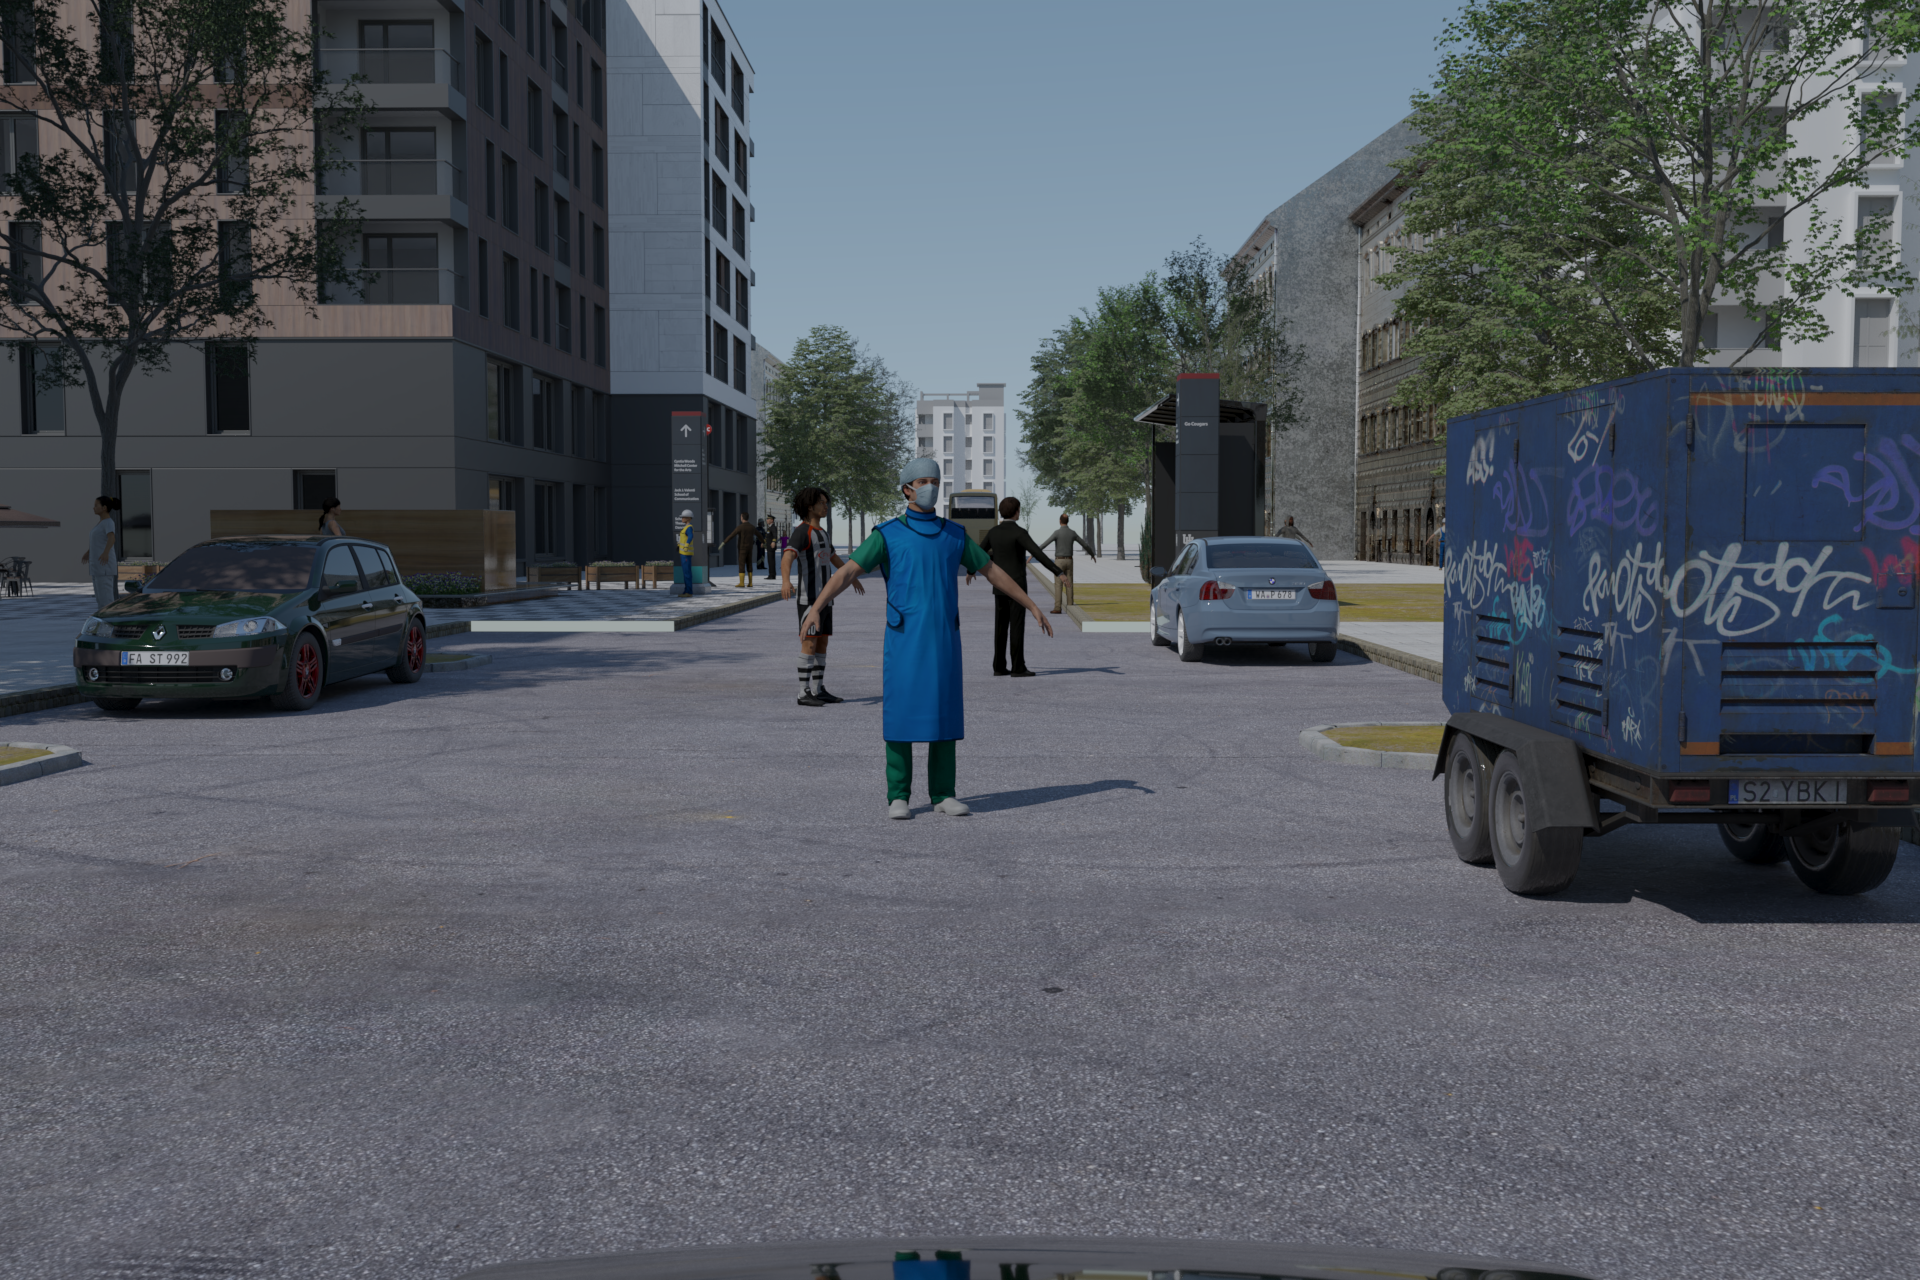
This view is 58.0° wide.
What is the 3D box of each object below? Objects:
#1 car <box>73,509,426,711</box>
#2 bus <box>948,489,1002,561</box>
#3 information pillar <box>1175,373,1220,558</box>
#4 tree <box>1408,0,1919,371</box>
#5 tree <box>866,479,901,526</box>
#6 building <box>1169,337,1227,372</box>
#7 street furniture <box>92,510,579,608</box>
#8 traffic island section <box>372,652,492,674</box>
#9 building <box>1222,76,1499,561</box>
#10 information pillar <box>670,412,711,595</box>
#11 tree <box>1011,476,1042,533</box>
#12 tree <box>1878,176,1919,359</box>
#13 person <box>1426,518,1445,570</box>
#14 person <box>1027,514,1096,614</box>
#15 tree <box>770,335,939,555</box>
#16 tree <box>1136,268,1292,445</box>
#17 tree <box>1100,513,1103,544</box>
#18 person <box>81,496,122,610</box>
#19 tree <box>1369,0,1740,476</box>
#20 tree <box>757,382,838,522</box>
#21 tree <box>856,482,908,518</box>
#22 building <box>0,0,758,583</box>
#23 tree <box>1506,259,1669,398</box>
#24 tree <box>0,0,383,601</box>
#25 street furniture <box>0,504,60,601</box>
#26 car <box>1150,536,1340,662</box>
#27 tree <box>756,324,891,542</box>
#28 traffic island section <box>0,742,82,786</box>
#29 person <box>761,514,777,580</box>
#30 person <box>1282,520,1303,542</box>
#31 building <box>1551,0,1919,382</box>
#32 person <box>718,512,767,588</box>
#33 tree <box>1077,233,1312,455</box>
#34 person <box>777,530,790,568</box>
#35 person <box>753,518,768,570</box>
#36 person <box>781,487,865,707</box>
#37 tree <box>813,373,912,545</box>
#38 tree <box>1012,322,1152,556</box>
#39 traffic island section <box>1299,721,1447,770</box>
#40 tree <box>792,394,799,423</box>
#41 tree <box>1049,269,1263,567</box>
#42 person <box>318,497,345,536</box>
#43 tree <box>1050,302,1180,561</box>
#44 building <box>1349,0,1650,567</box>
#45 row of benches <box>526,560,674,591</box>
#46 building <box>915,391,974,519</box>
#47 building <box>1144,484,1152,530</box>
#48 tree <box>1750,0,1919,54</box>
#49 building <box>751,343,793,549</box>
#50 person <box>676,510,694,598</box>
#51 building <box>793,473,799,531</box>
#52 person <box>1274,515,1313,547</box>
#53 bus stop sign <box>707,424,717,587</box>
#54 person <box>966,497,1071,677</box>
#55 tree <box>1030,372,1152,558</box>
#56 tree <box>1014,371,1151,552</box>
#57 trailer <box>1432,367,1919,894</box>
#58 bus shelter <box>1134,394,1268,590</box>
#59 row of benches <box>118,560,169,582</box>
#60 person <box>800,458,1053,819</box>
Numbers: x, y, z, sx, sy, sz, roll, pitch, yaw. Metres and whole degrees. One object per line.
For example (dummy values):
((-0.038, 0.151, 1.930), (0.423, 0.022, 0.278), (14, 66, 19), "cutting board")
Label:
((-6.109, -0.337, 15.297), (2.009, 1.686, 4.222), (0, 4, 2), "car")
((0.842, -6.262, 93.938), (2.896, 3.916, 12.252), (0, 4, 2), "bus")
((3.860, -2.375, 28.213), (0.750, 3.857, 0.750), (0, 4, 1), "information pillar")
((9.600, -5.938, 22.839), (9.928, 11.665, 9.643), (0, 3, 0), "tree")
((-6.504, -11.058, 131.166), (4.360, 8.622, 3.978), (0, 3, 0), "tree")
((28.603, -19.669, 152.517), (19.493, 23.208, 18.063), (0, 4, 1), "building")
((-12.569, -1.592, 32.883), (9.812, 1.723, 11.010), (0, 4, 3), "street furniture")
((-6.199, 0.251, 18.763), (1.991, 0.108, 1.994), (0, 4, 1), "traffic island section")
((24.525, -15.931, 91.393), (19.493, 23.208, 18.063), (0, 4, 2), "building")
((-5.758, -2.909, 36.934), (0.750, 3.857, 0.750), (0, 4, 2), "information pillar")
((8.887, -16.454, 219.388), (4.360, 8.622, 3.978), (0, 3, 0), "tree")
((17.837, -4.737, 27.808), (4.360, 8.622, 3.978), (0, 3, 0), "tree")
((17.106, -3.378, 61.079), (1.347, 1.847, 0.705), (2, 4, 24), "person")
((1.856, -1.369, 31.107), (1.348, 1.796, 0.705), (-1, 4, -19), "person")
((-6.891, -12.081, 107.902), (12.009, 13.543, 11.850), (0, 3, 0), "tree")
((7.541, -5.933, 47.370), (4.360, 8.622, 3.978), (0, 3, 0), "tree")
((19.013, -22.506, 223.866), (12.611, 20.169, 13.585), (0, 3, 0), "tree")
((-10.275, -0.847, 20.612), (0.721, 1.739, 1.217), (-3, 4, -36), "person")
((12.231, -7.210, 36.004), (7.486, 12.596, 7.792), (0, 3, 0), "tree")
((-7.648, -8.111, 82.971), (4.737, 8.622, 4.395), (0, 3, 0), "tree")
((-9.828, -17.424, 219.286), (7.601, 10.594, 8.767), (1, 4, 8), "tree")
((-23.352, -13.286, 61.196), (27.936, 21.610, 32.646), (0, 4, 1), "building")
((15.571, -5.756, 44.478), (4.360, 8.622, 3.978), (0, 3, 0), "tree")
((-11.482, -5.401, 22.712), (8.767, 10.594, 7.601), (0, 4, -3), "tree")
((-32.326, -1.579, 30.845), (27.439, 1.986, 14.083), (0, 4, 3), "street furniture")
((3.332, -0.532, 20.708), (2.014, 1.417, 4.499), (0, 4, 0), "car")
((-7.558, -10.779, 94.363), (7.486, 12.596, 7.792), (0, 3, 0), "tree")
((-6.435, 0.771, 10.253), (1.991, 0.108, 1.994), (0, 4, 1), "traffic island section")
((-5.325, -2.611, 48.621), (0.705, 1.837, 1.347), (-1, 4, -19), "person")
((11.754, -3.422, 62.228), (0.705, 1.796, 1.348), (-3, 5, -42), "person")
((26.684, -12.542, 61.488), (16.016, 20.090, 11.380), (0, 4, 2), "building")
((-5.173, -2.169, 41.599), (1.346, 1.812, 0.704), (-3, 5, -40), "person")
((7.357, -7.369, 54.897), (8.767, 10.594, 7.601), (2, 4, 28), "tree")
((-6.566, -3.380, 64.528), (0.991, 1.433, 0.599), (1, 4, 14), "person")
((-7.168, -3.474, 62.575), (0.705, 1.856, 1.354), (2, 4, 26), "person")
((-1.196, -0.362, 14.524), (0.704, 1.843, 1.345), (2, 4, 24), "person")
((-7.218, -12.502, 122.533), (7.486, 12.596, 7.792), (0, 3, 0), "tree")
((7.878, -12.030, 103.345), (9.857, 13.997, 8.962), (0, 3, 0), "tree")
((3.306, 0.698, 11.452), (1.991, 0.108, 1.994), (0, 4, 1), "traffic island section")
((-21.371, -22.222, 219.219), (12.611, 20.169, 13.585), (0, 3, 0), "tree")
((7.496, -8.633, 66.897), (9.928, 11.665, 9.643), (0, 3, 0), "tree")
((-7.598, -0.883, 21.250), (0.721, 1.737, 1.217), (-3, 4, -37), "person")
((8.073, -10.116, 83.519), (7.486, 12.596, 7.792), (0, 3, 0), "tree")
((27.970, -14.813, 73.118), (19.493, 23.208, 18.063), (0, 4, 1), "building")
((-7.966, -1.505, 40.075), (4.104, 0.672, 1.422), (-3, 4, -37), "row of benches")
((-5.295, -22.199, 221.832), (11.380, 20.090, 16.016), (1, 4, 8), "building")
((25.396, -14.896, 185.692), (9.099, 9.664, 28.070), (0, 4, 1), "building")
((9.374, -6.018, 8.771), (12.009, 13.543, 11.850), (0, 3, 0), "tree")
((-25.288, -19.736, 153.607), (19.493, 23.208, 18.063), (0, 4, 1), "building")
((-5.613, -1.751, 35.090), (0.721, 1.772, 1.216), (-1, 4, -17), "person")
((-21.312, -14.650, 181.682), (9.099, 9.664, 28.070), (0, 4, 1), "building")
((9.281, -2.604, 48.699), (1.348, 1.813, 0.705), (-1, 4, -17), "person")
((-6.369, -3.270, 42.163), (0.855, 3.939, 0.416), (0, 4, 1), "bus stop sign")
((0.525, -0.538, 17.437), (1.347, 1.806, 0.705), (3, 5, 42), "person")
((7.659, -9.753, 93.876), (8.767, 10.594, 7.601), (1, 4, 14), "tree")
((9.047, -13.200, 126.185), (12.009, 13.543, 11.850), (0, 3, 0), "tree")
((2.889, -0.052, 7.902), (1.471, 1.999, 3.904), (0, 4, 0), "trailer")
((4.372, -2.497, 32.104), (1.731, 3.624, 6.357), (0, 4, 0), "bus shelter")
((-18.100, -1.534, 40.549), (4.104, 0.672, 1.422), (2, 4, 23), "row of benches")
((-0.181, -0.013, 8.797), (1.347, 1.817, 0.704), (-1, 4, -21), "person")
